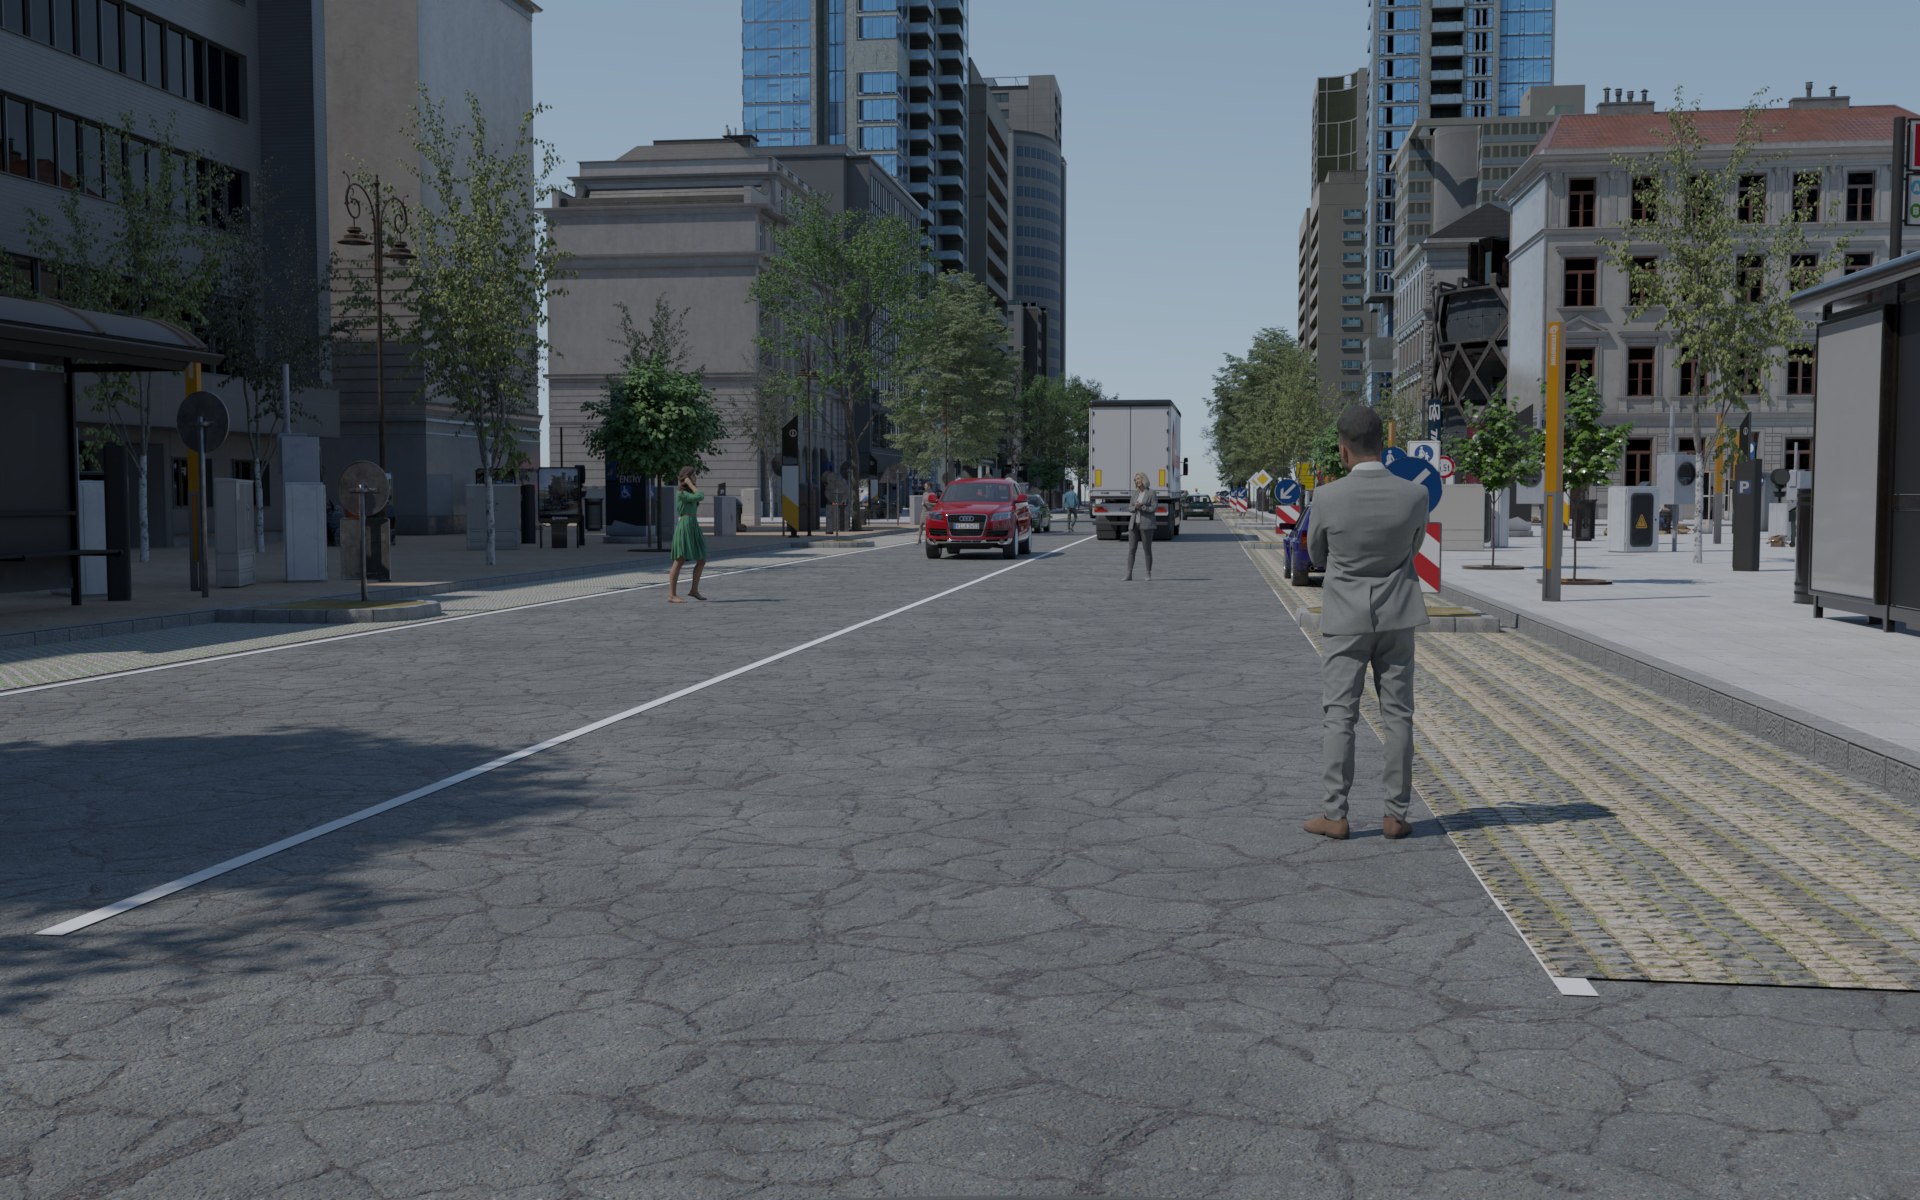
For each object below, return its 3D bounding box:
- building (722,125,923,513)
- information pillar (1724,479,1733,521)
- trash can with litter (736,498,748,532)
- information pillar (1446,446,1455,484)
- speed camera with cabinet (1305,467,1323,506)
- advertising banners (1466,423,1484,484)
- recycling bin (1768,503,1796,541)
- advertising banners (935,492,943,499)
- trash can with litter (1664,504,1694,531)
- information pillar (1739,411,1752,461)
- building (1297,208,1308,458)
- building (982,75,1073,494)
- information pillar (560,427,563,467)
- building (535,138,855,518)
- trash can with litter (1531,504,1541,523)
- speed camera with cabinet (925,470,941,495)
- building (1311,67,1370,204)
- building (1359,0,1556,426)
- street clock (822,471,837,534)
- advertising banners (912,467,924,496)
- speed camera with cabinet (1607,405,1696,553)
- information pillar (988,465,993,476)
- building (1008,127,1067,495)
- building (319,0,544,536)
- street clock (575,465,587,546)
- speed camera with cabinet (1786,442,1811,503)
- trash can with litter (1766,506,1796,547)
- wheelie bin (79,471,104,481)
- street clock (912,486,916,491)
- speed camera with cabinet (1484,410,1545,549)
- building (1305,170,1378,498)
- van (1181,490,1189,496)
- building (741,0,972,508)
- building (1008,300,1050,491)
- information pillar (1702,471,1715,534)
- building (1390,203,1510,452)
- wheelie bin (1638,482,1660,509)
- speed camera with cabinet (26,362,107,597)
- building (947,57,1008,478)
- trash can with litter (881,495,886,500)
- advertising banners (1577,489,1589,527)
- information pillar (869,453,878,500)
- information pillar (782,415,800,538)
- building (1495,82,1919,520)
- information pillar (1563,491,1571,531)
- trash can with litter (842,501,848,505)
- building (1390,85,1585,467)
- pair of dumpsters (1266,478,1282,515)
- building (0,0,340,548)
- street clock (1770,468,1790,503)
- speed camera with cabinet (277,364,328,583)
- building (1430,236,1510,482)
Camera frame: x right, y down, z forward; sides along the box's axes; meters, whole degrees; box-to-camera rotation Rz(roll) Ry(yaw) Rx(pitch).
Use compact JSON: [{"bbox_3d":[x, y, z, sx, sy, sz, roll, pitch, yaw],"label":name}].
[{"bbox_3d":[-11.560,-20.507,128.803,14.314,27.812,24.014,0,4,8],"label":"building"},{"bbox_3d":[37.208,-4.849,83.777,0.304,2.012,0.304,-1,4,-14],"label":"information pillar"},{"bbox_3d":[-7.518,-2.902,58.828,0.624,1.170,1.055,-2,4,-33],"label":"trash can with litter"},{"bbox_3d":[21.690,-5.214,76.605,0.183,3.616,0.504,-2,4,-24],"label":"information pillar"},{"bbox_3d":[19.297,-6.197,95.659,2.038,3.252,0.660,1,4,21],"label":"speed camera with cabinet"},{"bbox_3d":[12.096,-2.876,43.204,2.074,3.025,0.090,1,4,19],"label":"advertising banners"},{"bbox_3d":[22.883,-2.160,47.869,0.722,1.027,0.722,-1,4,-13],"label":"recycling bin"},{"bbox_3d":[-1.920,-7.073,111.826,2.074,3.025,0.090,-2,4,-25],"label":"advertising banners"},{"bbox_3d":[25.422,-3.046,60.867,2.233,1.210,1.678,0,4,-7],"label":"trash can with litter"},{"bbox_3d":[22.314,-3.542,49.268,0.183,3.616,0.504,0,4,-6],"label":"information pillar"},{"bbox_3d":[65.015,-39.838,275.055,21.300,48.544,21.600,0,4,8],"label":"building"},{"bbox_3d":[9.239,-52.793,301.409,20.563,71.187,20.611,0,4,8],"label":"building"},{"bbox_3d":[-13.934,-4.237,60.627,0.183,3.616,0.504,-1,4,-12],"label":"information pillar"},{"bbox_3d":[-15.144,-16.114,105.260,13.314,21.916,24.055,0,4,8],"label":"building"},{"bbox_3d":[25.498,-3.943,75.856,1.055,1.170,0.624,-1,4,-15],"label":"trash can with litter"},{"bbox_3d":[-2.046,-8.937,140.457,0.660,3.252,2.038,2,4,32],"label":"speed camera with cabinet"},{"bbox_3d":[68.420,-52.425,295.392,20.563,71.187,20.611,0,4,8],"label":"building"},{"bbox_3d":[54.842,-54.017,195.846,22.319,86.520,31.000,0,4,8],"label":"building"},{"bbox_3d":[-4.149,-3.085,55.013,0.358,2.002,0.471,3,5,40],"label":"street clock"},{"bbox_3d":[-2.567,-6.606,104.189,0.090,3.025,2.074,1,4,20],"label":"advertising banners"},{"bbox_3d":[15.302,-2.684,38.227,2.038,3.252,0.660,-1,4,-22],"label":"speed camera with cabinet"},{"bbox_3d":[2.318,-8.765,134.655,0.504,3.616,0.183,3,4,38],"label":"information pillar"},{"bbox_3d":[5.405,-44.999,277.728,21.231,58.520,28.212,0,4,8],"label":"building"},{"bbox_3d":[-24.559,-12.812,58.622,18.267,20.994,9.793,0,4,8],"label":"building"},{"bbox_3d":[-9.436,-2.353,43.040,0.358,2.002,0.471,0,4,-5],"label":"street clock"},{"bbox_3d":[32.398,-4.370,65.793,0.660,3.252,2.038,-1,4,-18],"label":"speed camera with cabinet"},{"bbox_3d":[20.009,-1.856,41.732,1.055,1.170,0.624,3,5,41],"label":"trash can with litter"},{"bbox_3d":[-12.221,-0.998,24.225,0.980,1.594,0.693,-2,4,-26],"label":"wheelie bin"},{"bbox_3d":[-4.054,-9.138,153.984,0.358,2.002,0.471,-1,4,-19],"label":"street clock"},{"bbox_3d":[12.989,-2.863,41.143,2.038,3.252,0.660,3,5,41],"label":"speed camera with cabinet"},{"bbox_3d":[62.521,-38.524,253.571,21.300,48.544,21.600,0,4,8],"label":"building"},{"bbox_3d":[22.691,-10.394,176.957,2.013,2.044,4.112,1,4,10],"label":"van"},{"bbox_3d":[-9.914,-52.477,170.671,22.319,86.520,31.000,0,4,8],"label":"building"},{"bbox_3d":[5.661,-29.695,257.219,14.160,30.474,14.107,0,4,8],"label":"building"},{"bbox_3d":[24.072,-3.139,55.808,0.304,2.012,0.304,-3,5,-43],"label":"information pillar"},{"bbox_3d":[41.215,-18.997,139.483,11.050,23.489,19.941,0,4,8],"label":"building"},{"bbox_3d":[17.628,-2.245,44.620,0.693,1.594,0.980,0,4,2],"label":"wheelie bin"},{"bbox_3d":[-11.456,-1.706,22.233,2.038,3.252,0.660,3,5,44],"label":"speed camera with cabinet"},{"bbox_3d":[-6.257,-35.115,197.826,21.300,48.544,21.600,0,4,8],"label":"building"},{"bbox_3d":[-7.758,-8.384,148.143,2.233,1.210,1.678,-3,4,-37],"label":"trash can with litter"},{"bbox_3d":[22.985,-4.154,64.109,0.090,3.025,2.074,2,4,34],"label":"advertising banners"},{"bbox_3d":[-4.997,-6.634,99.819,0.504,3.616,0.183,0,4,5],"label":"information pillar"},{"bbox_3d":[-4.972,-3.641,50.877,0.504,3.616,0.183,0,4,-6],"label":"information pillar"},{"bbox_3d":[39.690,-15.555,90.477,21.152,22.565,11.583,0,4,8],"label":"building"},{"bbox_3d":[21.141,-4.235,60.594,0.183,3.616,0.504,-2,4,-33],"label":"information pillar"},{"bbox_3d":[-6.983,-5.410,99.843,1.055,1.170,0.624,3,4,37],"label":"trash can with litter"},{"bbox_3d":[55.667,-29.208,169.427,32.217,40.220,23.993,0,4,8],"label":"building"},{"bbox_3d":[20.263,-6.550,109.583,1.574,2.255,4.437,0,4,8],"label":"pair of dumpsters"},{"bbox_3d":[-25.831,-13.104,33.320,14.314,24.678,30.058,0,4,8],"label":"building"},{"bbox_3d":[23.229,-2.723,49.096,0.471,2.002,0.358,0,4,-1],"label":"street clock"},{"bbox_3d":[-9.829,-1.929,25.882,0.660,3.252,2.038,-1,4,-22],"label":"speed camera with cabinet"},{"bbox_3d":[41.468,-15.512,121.068,16.820,18.784,16.811,0,4,8],"label":"building"}]
